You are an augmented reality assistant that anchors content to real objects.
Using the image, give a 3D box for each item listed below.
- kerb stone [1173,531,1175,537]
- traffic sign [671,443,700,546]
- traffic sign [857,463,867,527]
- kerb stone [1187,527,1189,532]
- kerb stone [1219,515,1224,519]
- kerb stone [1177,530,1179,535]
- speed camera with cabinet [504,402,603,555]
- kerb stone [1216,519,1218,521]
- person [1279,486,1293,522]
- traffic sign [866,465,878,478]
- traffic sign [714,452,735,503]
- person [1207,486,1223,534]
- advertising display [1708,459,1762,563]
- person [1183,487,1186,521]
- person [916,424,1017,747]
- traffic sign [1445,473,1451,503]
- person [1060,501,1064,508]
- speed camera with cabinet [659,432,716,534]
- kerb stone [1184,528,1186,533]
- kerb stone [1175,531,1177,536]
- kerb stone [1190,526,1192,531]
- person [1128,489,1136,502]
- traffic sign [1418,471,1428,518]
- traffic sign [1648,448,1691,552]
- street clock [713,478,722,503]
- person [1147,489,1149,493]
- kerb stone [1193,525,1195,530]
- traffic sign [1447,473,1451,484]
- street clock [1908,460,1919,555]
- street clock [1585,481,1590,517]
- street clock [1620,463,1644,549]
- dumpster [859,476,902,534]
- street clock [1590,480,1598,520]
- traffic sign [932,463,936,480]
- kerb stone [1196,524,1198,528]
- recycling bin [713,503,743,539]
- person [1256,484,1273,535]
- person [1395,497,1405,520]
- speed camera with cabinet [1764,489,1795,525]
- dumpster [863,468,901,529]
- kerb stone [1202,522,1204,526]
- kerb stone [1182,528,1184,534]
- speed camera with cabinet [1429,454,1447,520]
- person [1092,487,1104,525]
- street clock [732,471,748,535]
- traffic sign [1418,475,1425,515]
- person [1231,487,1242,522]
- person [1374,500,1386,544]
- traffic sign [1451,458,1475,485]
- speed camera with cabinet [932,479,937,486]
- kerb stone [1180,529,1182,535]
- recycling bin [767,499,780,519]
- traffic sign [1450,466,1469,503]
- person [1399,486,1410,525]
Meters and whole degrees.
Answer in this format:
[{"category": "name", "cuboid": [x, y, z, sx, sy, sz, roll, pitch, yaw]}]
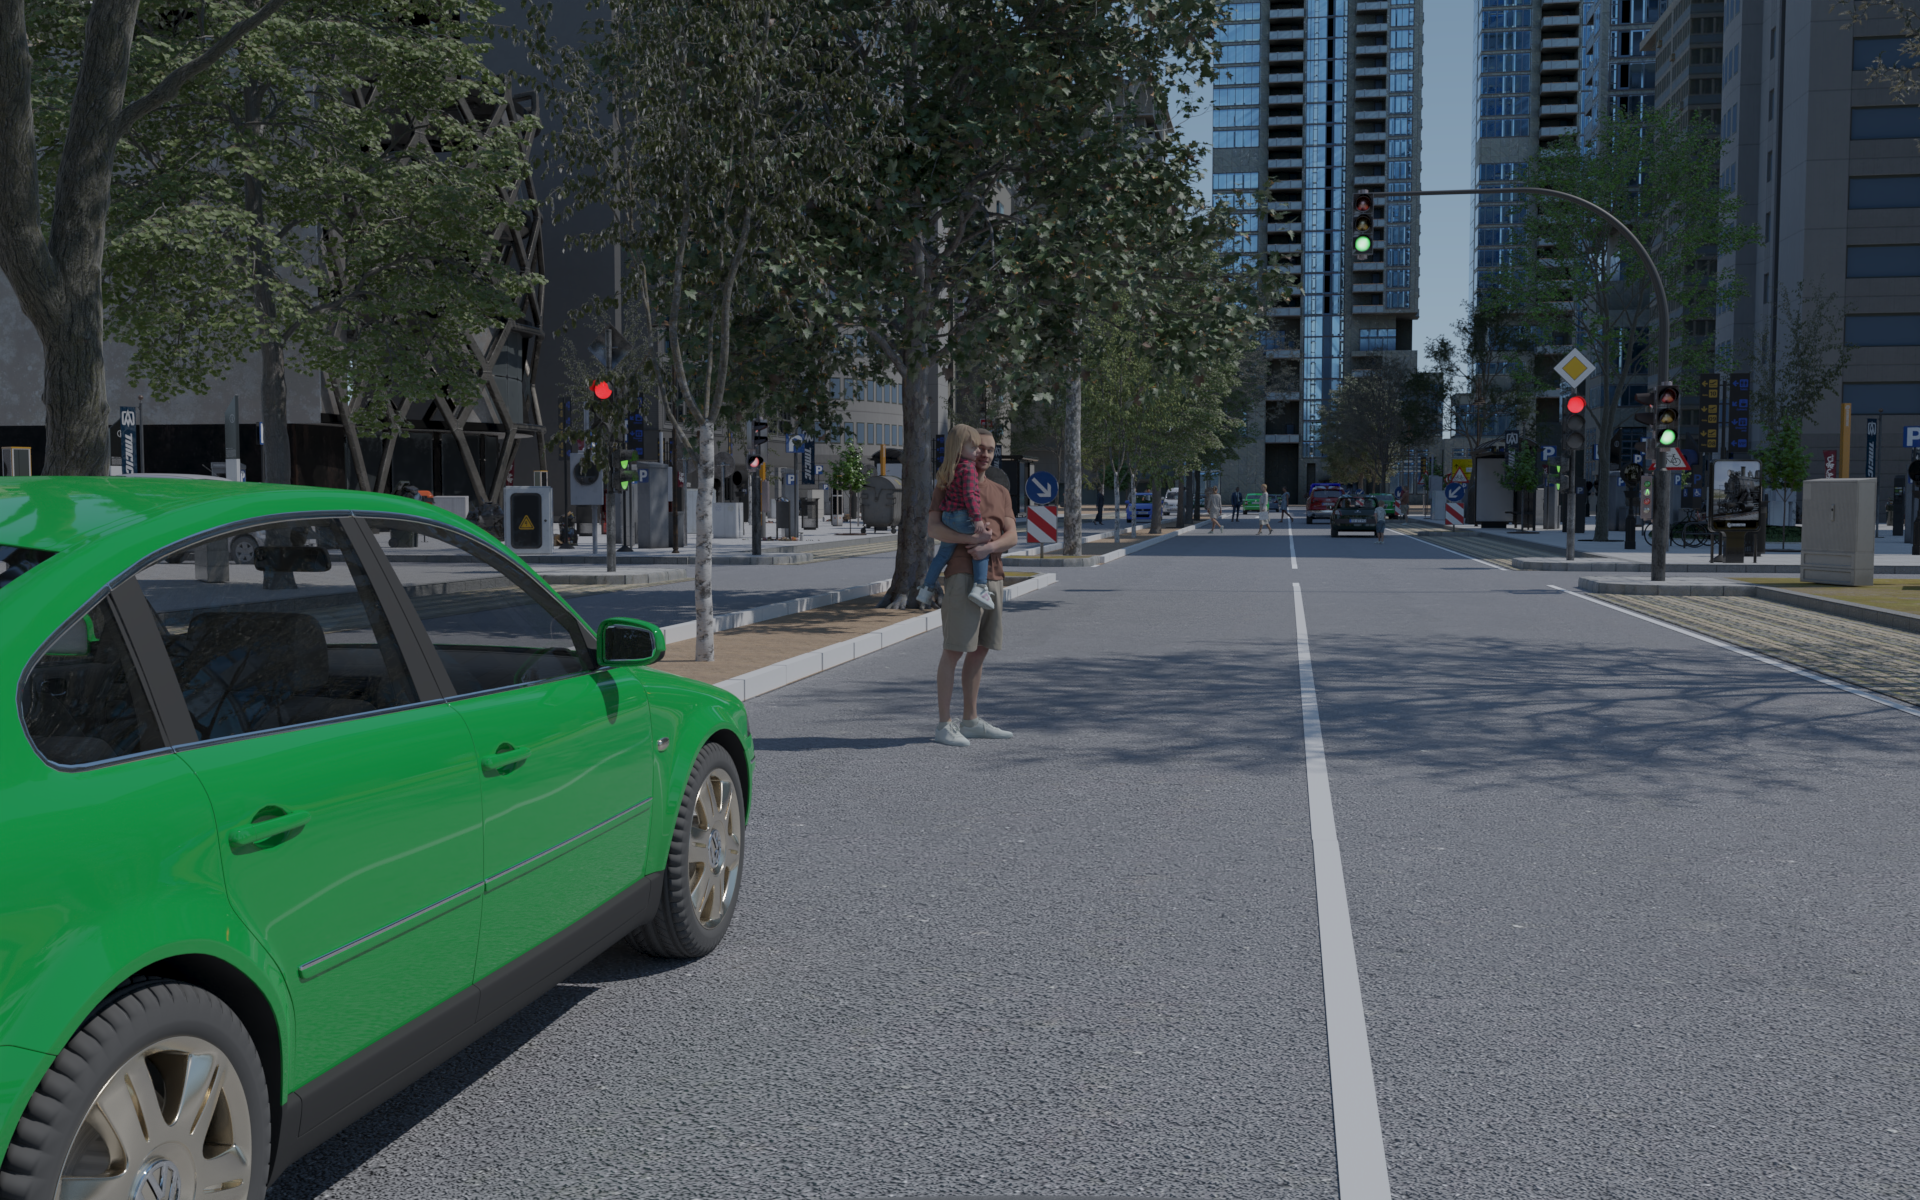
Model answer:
[{"category": "kerb stone", "cuboid": [6.806, -2.087, 56.310, 0.120, 0.150, 1.000, 1, 4, 11]}, {"category": "traffic sign", "cuboid": [-6.761, -2.600, 42.618, 0.768, 2.556, 0.104, 1, 4, 13]}, {"category": "traffic sign", "cuboid": [-4.023, -4.178, 68.414, 0.768, 2.556, 0.104, 1, 4, 17]}, {"category": "kerb stone", "cuboid": [8.322, -2.580, 64.374, 0.120, 0.150, 1.000, 1, 4, 11]}, {"category": "kerb stone", "cuboid": [14.791, -4.677, 98.671, 0.120, 0.150, 1.000, 1, 4, 11]}, {"category": "kerb stone", "cuboid": [7.184, -2.210, 58.328, 0.120, 0.150, 1.000, 1, 4, 11]}, {"category": "speed camera with cabinet", "cuboid": [-8.633, -2.598, 36.813, 2.038, 3.252, 0.660, -1, 4, -10]}, {"category": "kerb stone", "cuboid": [13.267, -4.185, 90.617, 0.120, 0.150, 1.000, 1, 4, 11]}, {"category": "person", "cuboid": [16.342, -4.794, 86.975, 0.778, 1.811, 0.616, 0, 4, 0]}, {"category": "traffic sign", "cuboid": [-3.925, -4.562, 74.699, 0.768, 2.556, 0.104, 1, 4, 14]}, {"category": "traffic sign", "cuboid": [-7.125, -3.179, 52.077, 0.768, 2.556, 0.104, 1, 4, 18]}, {"category": "person", "cuboid": [9.267, -3.269, 62.696, 0.466, 1.731, 0.760, -3, 5, -45]}, {"category": "advertising display", "cuboid": [14.358, -1.645, 32.103, 0.974, 1.923, 0.123, 0, 4, -6]}, {"category": "person", "cuboid": [11.463, -4.871, 88.242, 0.635, 1.810, 0.391, -1, 4, -19]}, {"category": "person", "cuboid": [0.041, -0.092, 9.977, 0.573, 1.828, 0.580, 0, 4, 4]}, {"category": "traffic sign", "cuboid": [29.684, -6.406, 104.838, 0.768, 2.556, 0.104, 1, 4, 13]}, {"category": "person", "cuboid": [4.281, -3.629, 68.188, 0.716, 1.782, 0.532, 0, 4, 8]}, {"category": "speed camera with cabinet", "cuboid": [-8.911, -3.757, 55.760, 2.038, 3.252, 0.660, -1, 4, -10]}, {"category": "kerb stone", "cuboid": [7.944, -2.454, 62.357, 0.120, 0.150, 1.000, 1, 4, 11]}, {"category": "kerb stone", "cuboid": [7.000, -2.147, 57.323, 0.120, 0.150, 1.000, 1, 4, 11]}, {"category": "kerb stone", "cuboid": [8.704, -2.704, 66.399, 0.120, 0.150, 1.000, 1, 4, 11]}, {"category": "person", "cuboid": [10.291, -5.766, 102.871, 0.635, 1.810, 0.391, -2, 4, -33]}, {"category": "traffic sign", "cuboid": [25.357, -5.769, 94.335, 0.884, 2.594, 0.081, 1, 4, 11]}, {"category": "traffic sign", "cuboid": [15.759, -2.355, 38.507, 0.884, 2.594, 0.081, 1, 4, 15]}, {"category": "street clock", "cuboid": [-10.985, -4.515, 78.392, 0.471, 2.002, 0.358, 1, 4, 16]}, {"category": "person", "cuboid": [14.249, -7.501, 131.135, 1.348, 1.826, 0.705, -3, 4, -37]}, {"category": "kerb stone", "cuboid": [9.081, -2.825, 68.414, 0.120, 0.150, 1.000, 1, 4, 11]}, {"category": "traffic sign", "cuboid": [28.593, -6.129, 100.309, 0.768, 2.556, 0.104, 1, 4, 18]}, {"category": "street clock", "cuboid": [20.149, -1.943, 36.333, 0.358, 2.002, 0.471, -1, 4, -20]}, {"category": "street clock", "cuboid": [35.085, -5.640, 96.777, 0.471, 2.002, 0.358, 0, 4, -6]}, {"category": "street clock", "cuboid": [15.553, -2.176, 40.141, 0.471, 2.002, 0.358, 0, 4, -4]}, {"category": "dumpster", "cuboid": [-2.504, -3.093, 56.335, 1.264, 1.857, 1.865, 1, 4, 11]}, {"category": "street clock", "cuboid": [31.940, -5.022, 86.683, 0.471, 2.002, 0.358, 2, 4, 32]}, {"category": "traffic sign", "cuboid": [-1.290, -4.217, 69.050, 0.768, 2.556, 0.104, 1, 4, 13]}, {"category": "kerb stone", "cuboid": [9.471, -2.943, 70.432, 0.120, 0.150, 1.000, 1, 4, 11]}, {"category": "recycling bin", "cuboid": [-6.727, -2.305, 50.247, 0.722, 1.027, 0.722, 1, 4, 9]}, {"category": "person", "cuboid": [10.705, -3.177, 60.802, 0.624, 1.780, 0.694, 1, 4, 11]}, {"category": "person", "cuboid": [22.206, -4.823, 87.130, 0.659, 1.850, 0.755, -1, 4, -18]}, {"category": "speed camera with cabinet", "cuboid": [25.121, -3.592, 53.061, 0.660, 3.252, 2.038, 1, 4, 16]}, {"category": "dumpster", "cuboid": [-2.818, -3.816, 64.889, 1.502, 2.255, 1.985, 1, 4, 11]}, {"category": "kerb stone", "cuboid": [10.419, -3.258, 75.488, 0.120, 0.150, 1.000, 1, 4, 11]}, {"category": "kerb stone", "cuboid": [7.753, -2.390, 61.346, 0.120, 0.150, 1.000, 1, 4, 11]}, {"category": "speed camera with cabinet", "cuboid": [23.596, -5.575, 85.491, 0.660, 3.252, 2.038, 0, 4, 7]}, {"category": "person", "cuboid": [6.471, -4.387, 80.643, 0.534, 1.772, 0.576, 0, 4, -7]}, {"category": "street clock", "cuboid": [-6.824, -3.008, 53.749, 0.471, 2.002, 0.358, 3, 5, 42]}, {"category": "traffic sign", "cuboid": [28.635, -6.533, 106.926, 0.768, 2.556, 0.104, 1, 4, 14]}, {"category": "person", "cuboid": [14.386, -4.986, 90.202, 0.721, 1.800, 0.419, -1, 4, -15]}, {"category": "person", "cuboid": [12.127, -2.254, 50.036, 0.332, 1.250, 0.352, 2, 4, 26]}, {"category": "traffic sign", "cuboid": [28.947, -6.365, 97.946, 2.265, 3.308, 0.079, 1, 4, 13]}, {"category": "speed camera with cabinet", "cuboid": [-0.650, -6.926, 107.576, 2.038, 3.252, 0.660, 2, 4, 24]}, {"category": "kerb stone", "cuboid": [7.570, -2.333, 60.336, 0.120, 0.150, 1.000, 1, 4, 11]}, {"category": "recycling bin", "cuboid": [-9.643, -4.774, 90.607, 0.722, 1.027, 0.722, -2, 4, -24]}, {"category": "traffic sign", "cuboid": [23.380, -4.961, 81.120, 0.884, 2.594, 0.081, 1, 4, 11]}, {"category": "person", "cuboid": [20.548, -4.377, 80.039, 0.573, 1.828, 0.580, -1, 4, -22]}]
